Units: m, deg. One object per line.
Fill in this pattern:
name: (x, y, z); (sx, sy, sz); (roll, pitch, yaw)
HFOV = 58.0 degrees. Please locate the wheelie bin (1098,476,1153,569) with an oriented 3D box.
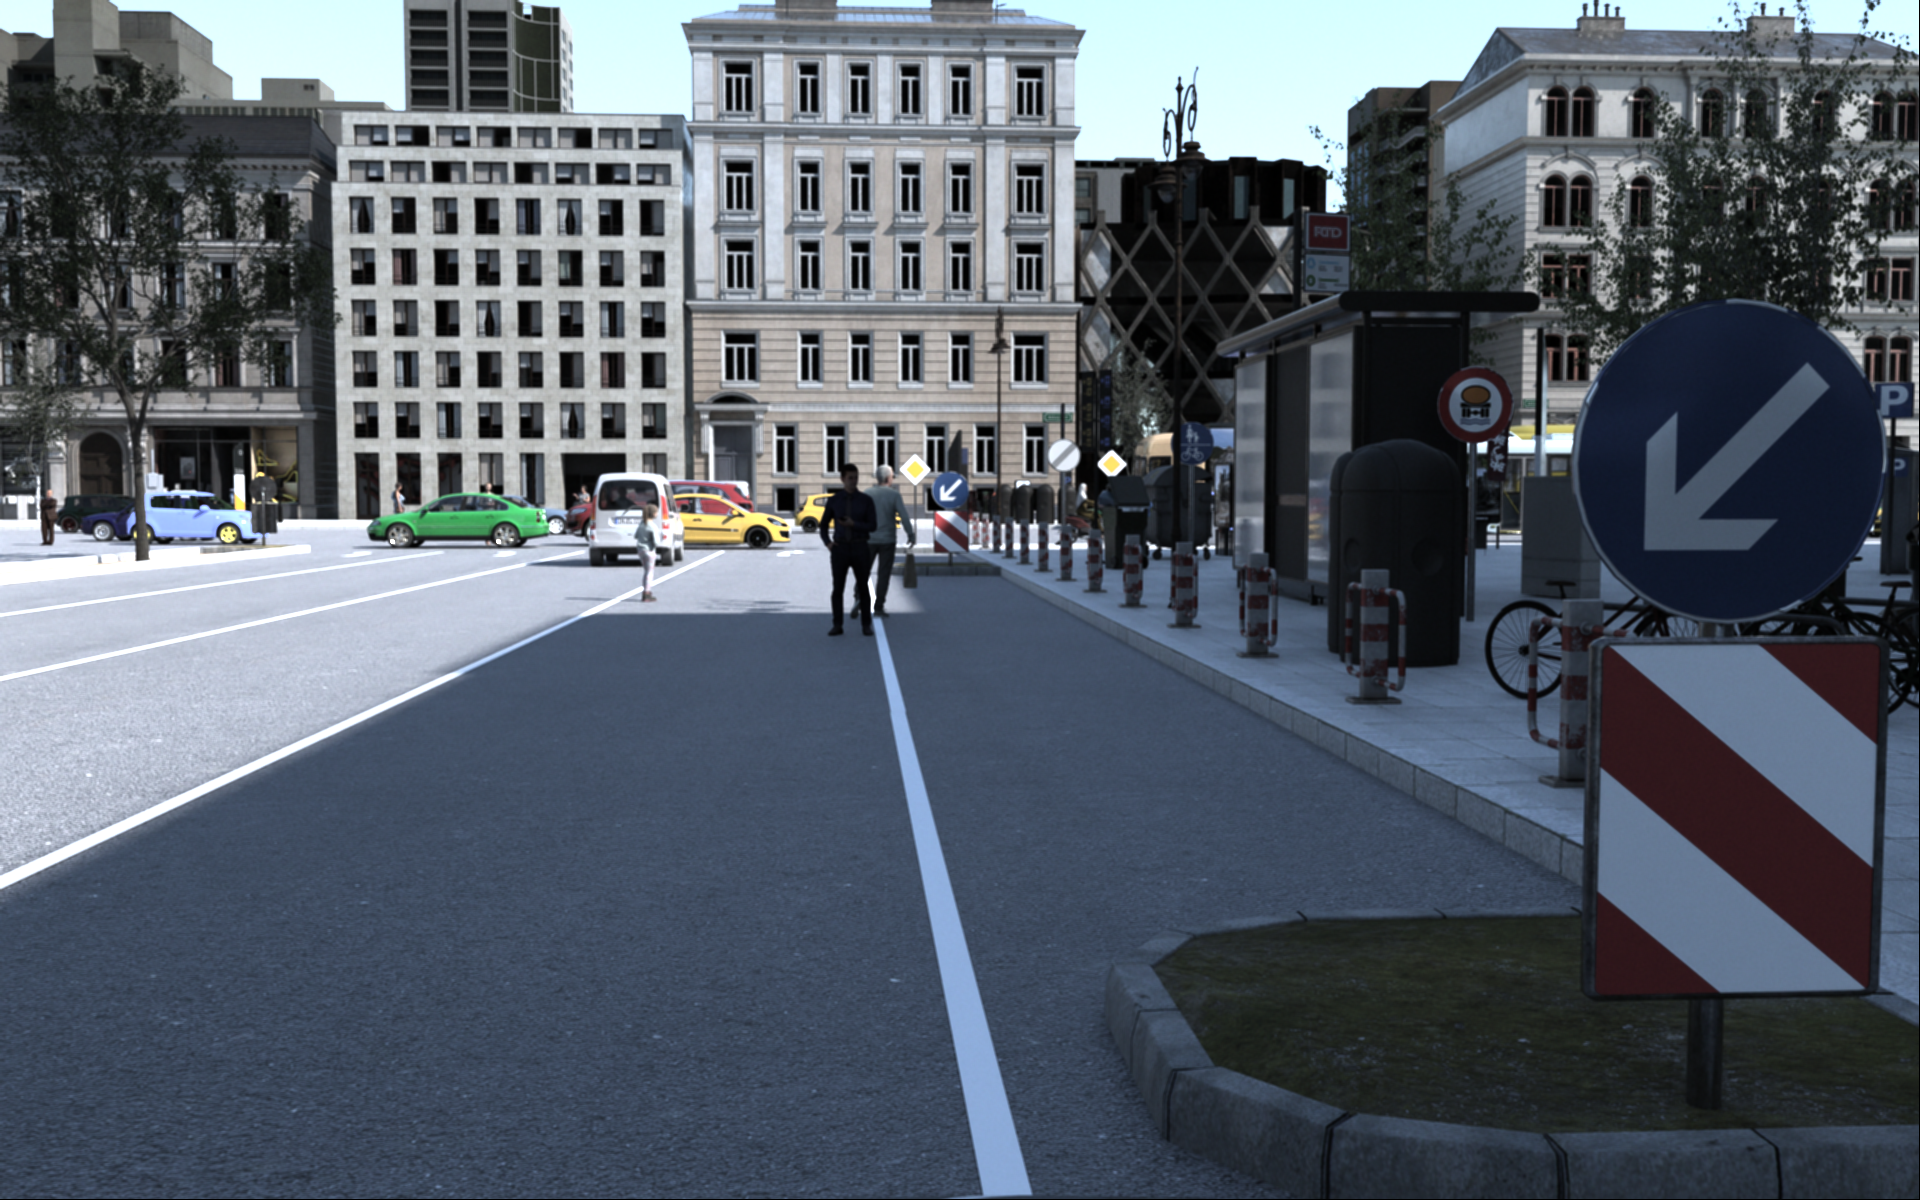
wheelie bin: (2.799, -1.334, 29.725); (0.980, 1.594, 0.693); (-1, 4, -21)

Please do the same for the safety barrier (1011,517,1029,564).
safety barrier: (1.181, -1.062, 31.646); (0.300, 0.817, 1.120); (0, 4, -4)

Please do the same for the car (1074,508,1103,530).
car: (6.452, -3.086, 62.258); (4.920, 1.459, 2.131); (0, 4, -2)

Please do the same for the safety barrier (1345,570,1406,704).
safety barrier: (2.542, 0.223, 10.628); (0.300, 0.817, 1.120); (0, 4, -4)

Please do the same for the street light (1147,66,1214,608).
street light: (2.428, -2.846, 19.321); (0.468, 5.910, 1.993); (0, 4, -4)

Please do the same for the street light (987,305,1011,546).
street light: (0.963, -4.271, 42.611); (0.468, 5.910, 1.993); (0, 4, -4)

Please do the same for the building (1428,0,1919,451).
building: (39.953, -18.921, 96.754); (23.554, 28.519, 14.401); (0, 4, -4)

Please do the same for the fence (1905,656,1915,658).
fence: (7.329, -0.058, 12.153); (0.480, 1.192, 2.264); (1, 4, 8)

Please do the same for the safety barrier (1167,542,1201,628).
safety barrier: (2.155, -0.145, 16.640); (0.300, 0.817, 1.120); (0, 4, -4)

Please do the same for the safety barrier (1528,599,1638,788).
safety barrier: (2.734, 0.407, 7.625); (0.300, 0.817, 1.120); (0, 4, -4)

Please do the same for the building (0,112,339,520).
building: (-52.177, -14.556, 88.900); (40.483, 20.767, 10.553); (0, 4, -4)

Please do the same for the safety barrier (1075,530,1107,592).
safety barrier: (1.764, -0.512, 22.640); (0.300, 0.817, 1.120); (0, 4, -4)

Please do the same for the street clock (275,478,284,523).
street clock: (-30.516, -4.472, 77.690); (0.358, 2.002, 0.471); (0, 4, -5)

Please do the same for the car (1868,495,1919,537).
car: (31.874, -2.882, 57.336); (3.980, 1.641, 2.015); (0, 4, -2)

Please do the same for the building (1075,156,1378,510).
building: (14.173, -13.995, 96.272); (16.811, 18.784, 16.820); (0, 4, -4)

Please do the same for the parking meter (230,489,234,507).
parking meter: (-33.842, -4.426, 80.768); (0.372, 1.533, 0.369); (0, 3, 0)

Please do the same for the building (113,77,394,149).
building: (-62.985, -29.106, 167.758); (23.993, 40.220, 32.217); (0, 4, -4)

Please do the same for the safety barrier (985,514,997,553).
safety barrier: (0.794, -1.429, 37.647); (0.300, 0.817, 1.120); (0, 4, -4)

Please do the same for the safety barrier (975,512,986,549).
safety barrier: (0.598, -1.614, 40.658); (0.300, 0.817, 1.120); (0, 4, -4)

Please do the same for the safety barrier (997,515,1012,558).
safety barrier: (0.986, -1.246, 34.646); (0.300, 0.817, 1.120); (0, 4, -4)

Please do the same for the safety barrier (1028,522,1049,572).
safety barrier: (1.378, -0.879, 28.641); (0.300, 0.817, 1.120); (0, 4, -4)

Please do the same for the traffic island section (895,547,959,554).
traffic island section: (-1.088, -1.270, 43.051); (2.009, 0.180, 2.903); (0, 4, -4)

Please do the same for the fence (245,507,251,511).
fence: (-45.047, -5.749, 109.377); (0.278, 0.683, 2.069); (-1, 4, -21)

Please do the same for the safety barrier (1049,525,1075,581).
safety barrier: (1.571, -0.695, 25.640); (0.300, 0.817, 1.120); (0, 4, -4)

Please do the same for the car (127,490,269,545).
car: (-21.771, -2.444, 49.553); (3.694, 1.707, 1.945); (0, 4, -4)

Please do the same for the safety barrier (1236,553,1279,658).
safety barrier: (2.344, 0.040, 13.628); (0.300, 0.817, 1.120); (0, 4, -4)

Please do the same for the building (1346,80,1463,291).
building: (50.027, -32.701, 184.773); (14.200, 45.320, 14.600); (0, 4, -4)

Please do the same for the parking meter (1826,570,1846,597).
parking meter: (10.503, -0.764, 20.907); (0.372, 1.533, 0.369); (0, 3, 0)

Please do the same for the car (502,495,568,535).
car: (-15.763, -3.034, 61.608); (4.499, 1.417, 2.014); (0, 4, -5)

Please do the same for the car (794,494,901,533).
car: (-4.161, -3.294, 64.083); (3.980, 1.641, 2.015); (0, 4, -5)

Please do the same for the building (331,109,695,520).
building: (-22.466, -14.399, 90.182); (16.860, 20.320, 10.420); (0, 4, -4)

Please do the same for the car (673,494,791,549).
car: (-6.449, -2.157, 45.498); (3.980, 1.641, 2.015); (0, 4, -3)

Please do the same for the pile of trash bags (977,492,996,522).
pile of trash bags: (1.318, -4.333, 80.604); (1.912, 1.369, 3.447); (1, 4, 17)

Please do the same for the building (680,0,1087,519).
building: (-4.139, -18.784, 93.014); (20.117, 28.700, 13.634); (0, 4, -4)

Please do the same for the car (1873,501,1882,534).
car: (30.962, -3.123, 59.861); (4.718, 1.807, 1.959); (0, 4, -4)

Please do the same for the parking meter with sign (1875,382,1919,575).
parking meter with sign: (15.175, -1.933, 27.862); (0.543, 3.016, 1.738); (3, 5, 40)

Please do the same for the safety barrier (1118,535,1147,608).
safety barrier: (1.959, -0.328, 19.640); (0.300, 0.817, 1.120); (0, 4, -4)

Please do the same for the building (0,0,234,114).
building: (-86.107, -33.524, 171.812); (21.600, 48.544, 21.300); (0, 4, -4)

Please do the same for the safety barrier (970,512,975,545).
safety barrier: (0.402, -1.797, 43.658); (0.300, 0.817, 1.120); (0, 4, -4)

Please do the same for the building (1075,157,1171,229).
building: (14.380, -23.304, 152.717); (14.160, 30.474, 14.107); (0, 4, -4)

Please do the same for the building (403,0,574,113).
building: (-67.552, -49.712, 251.042); (20.611, 71.187, 20.563); (0, 4, -4)

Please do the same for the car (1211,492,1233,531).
car: (8.735, -2.991, 58.492); (3.694, 1.707, 1.945); (0, 4, -2)
